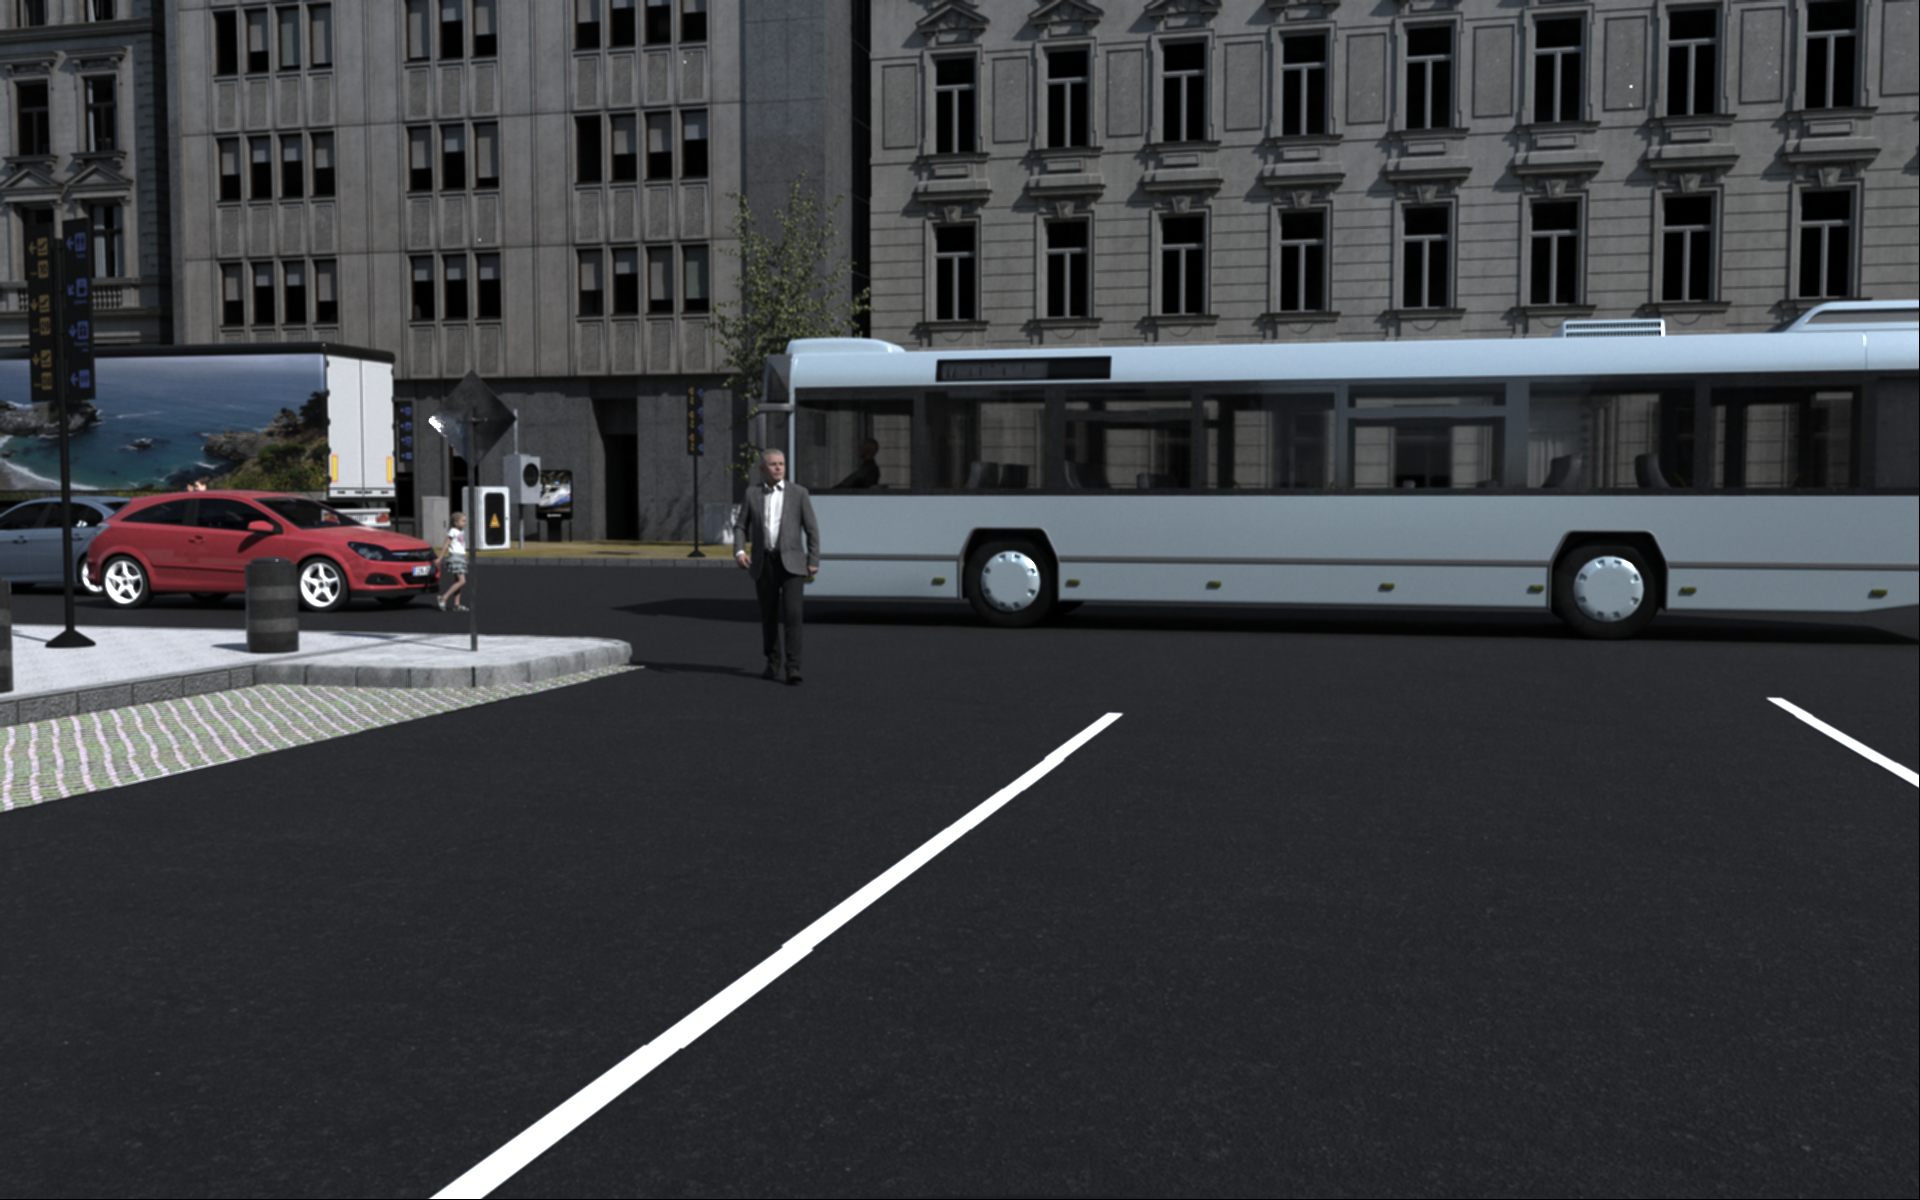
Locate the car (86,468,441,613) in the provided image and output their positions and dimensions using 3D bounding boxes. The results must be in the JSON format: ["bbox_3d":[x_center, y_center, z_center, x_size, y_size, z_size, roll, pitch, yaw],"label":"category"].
[{"bbox_3d":[-8.795,-0.794,22.018,4.494,1.783,2.155,1,4,13],"label":"car"}]

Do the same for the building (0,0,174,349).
[{"bbox_3d":[-31.675,-14.043,58.474,19.941,23.489,11.050,1,4,15],"label":"building"}]

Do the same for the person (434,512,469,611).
[{"bbox_3d":[-6.233,-0.478,21.328,0.382,1.210,0.505,0,4,2],"label":"person"}]

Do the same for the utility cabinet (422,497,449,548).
[{"bbox_3d":[-12.688,-1.884,41.964,0.306,1.237,1.020,0,4,5],"label":"utility cabinet"}]

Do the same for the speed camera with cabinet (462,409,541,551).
[{"bbox_3d":[-10.526,-2.780,39.796,0.660,3.252,2.038,2,4,27],"label":"speed camera with cabinet"}]

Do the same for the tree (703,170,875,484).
[{"bbox_3d":[-4.122,-5.506,40.387,4.737,8.622,4.395,0,3,0],"label":"tree"}]

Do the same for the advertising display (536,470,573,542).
[{"bbox_3d":[-10.861,-2.517,46.363,0.974,1.923,0.123,0,4,-1],"label":"advertising display"}]

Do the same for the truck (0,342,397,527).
[{"bbox_3d":[-16.846,-2.773,34.255,11.283,4.237,2.839,1,4,13],"label":"truck"}]

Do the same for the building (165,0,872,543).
[{"bbox_3d":[-11.559,-14.364,52.871,19.932,24.808,12.078,1,4,15],"label":"building"}]

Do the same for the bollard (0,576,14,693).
[{"bbox_3d":[-6.357,0.215,11.199,0.404,0.777,0.398,0,3,0],"label":"bollard"}]

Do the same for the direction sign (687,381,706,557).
[{"bbox_3d":[-5.364,-2.639,35.143,0.379,3.537,0.876,1,4,11],"label":"direction sign"}]

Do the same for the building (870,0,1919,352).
[{"bbox_3d":[20.336,-16.615,48.070,44.131,29.872,17.030,1,4,15],"label":"building"}]

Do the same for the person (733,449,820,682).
[{"bbox_3d":[-1.397,-0.265,13.238,0.661,1.777,0.834,-1,4,-8],"label":"person"}]

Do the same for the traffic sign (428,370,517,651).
[{"bbox_3d":[-3.963,-0.638,14.074,0.795,2.450,0.064,1,4,15],"label":"traffic sign"}]

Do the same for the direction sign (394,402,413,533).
[{"bbox_3d":[-13.923,-3.104,42.752,0.876,3.537,0.379,-3,5,-40],"label":"direction sign"}]

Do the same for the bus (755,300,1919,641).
[{"bbox_3d":[3.558,-1.463,18.773,13.247,3.499,2.948,1,4,15],"label":"bus"}]

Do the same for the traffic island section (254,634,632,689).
[{"bbox_3d":[-3.988,0.498,14.142,2.009,0.180,2.903,1,4,15],"label":"traffic island section"}]

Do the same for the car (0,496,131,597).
[{"bbox_3d":[-13.061,-0.813,25.300,4.499,1.417,2.014,1,4,14],"label":"car"}]

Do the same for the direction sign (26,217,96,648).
[{"bbox_3d":[-7.498,-1.376,14.494,0.876,3.537,0.379,2,4,31],"label":"direction sign"}]

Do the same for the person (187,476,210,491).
[{"bbox_3d":[-12.716,-1.193,28.813,0.742,1.727,0.445,2,4,31],"label":"person"}]

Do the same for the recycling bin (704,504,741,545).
[{"bbox_3d":[-5.991,-1.913,43.830,0.722,1.027,0.722,2,4,34],"label":"recycling bin"}]

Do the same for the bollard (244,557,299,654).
[{"bbox_3d":[-5.600,0.038,14.094,0.404,0.777,0.398,0,3,0],"label":"bollard"}]
